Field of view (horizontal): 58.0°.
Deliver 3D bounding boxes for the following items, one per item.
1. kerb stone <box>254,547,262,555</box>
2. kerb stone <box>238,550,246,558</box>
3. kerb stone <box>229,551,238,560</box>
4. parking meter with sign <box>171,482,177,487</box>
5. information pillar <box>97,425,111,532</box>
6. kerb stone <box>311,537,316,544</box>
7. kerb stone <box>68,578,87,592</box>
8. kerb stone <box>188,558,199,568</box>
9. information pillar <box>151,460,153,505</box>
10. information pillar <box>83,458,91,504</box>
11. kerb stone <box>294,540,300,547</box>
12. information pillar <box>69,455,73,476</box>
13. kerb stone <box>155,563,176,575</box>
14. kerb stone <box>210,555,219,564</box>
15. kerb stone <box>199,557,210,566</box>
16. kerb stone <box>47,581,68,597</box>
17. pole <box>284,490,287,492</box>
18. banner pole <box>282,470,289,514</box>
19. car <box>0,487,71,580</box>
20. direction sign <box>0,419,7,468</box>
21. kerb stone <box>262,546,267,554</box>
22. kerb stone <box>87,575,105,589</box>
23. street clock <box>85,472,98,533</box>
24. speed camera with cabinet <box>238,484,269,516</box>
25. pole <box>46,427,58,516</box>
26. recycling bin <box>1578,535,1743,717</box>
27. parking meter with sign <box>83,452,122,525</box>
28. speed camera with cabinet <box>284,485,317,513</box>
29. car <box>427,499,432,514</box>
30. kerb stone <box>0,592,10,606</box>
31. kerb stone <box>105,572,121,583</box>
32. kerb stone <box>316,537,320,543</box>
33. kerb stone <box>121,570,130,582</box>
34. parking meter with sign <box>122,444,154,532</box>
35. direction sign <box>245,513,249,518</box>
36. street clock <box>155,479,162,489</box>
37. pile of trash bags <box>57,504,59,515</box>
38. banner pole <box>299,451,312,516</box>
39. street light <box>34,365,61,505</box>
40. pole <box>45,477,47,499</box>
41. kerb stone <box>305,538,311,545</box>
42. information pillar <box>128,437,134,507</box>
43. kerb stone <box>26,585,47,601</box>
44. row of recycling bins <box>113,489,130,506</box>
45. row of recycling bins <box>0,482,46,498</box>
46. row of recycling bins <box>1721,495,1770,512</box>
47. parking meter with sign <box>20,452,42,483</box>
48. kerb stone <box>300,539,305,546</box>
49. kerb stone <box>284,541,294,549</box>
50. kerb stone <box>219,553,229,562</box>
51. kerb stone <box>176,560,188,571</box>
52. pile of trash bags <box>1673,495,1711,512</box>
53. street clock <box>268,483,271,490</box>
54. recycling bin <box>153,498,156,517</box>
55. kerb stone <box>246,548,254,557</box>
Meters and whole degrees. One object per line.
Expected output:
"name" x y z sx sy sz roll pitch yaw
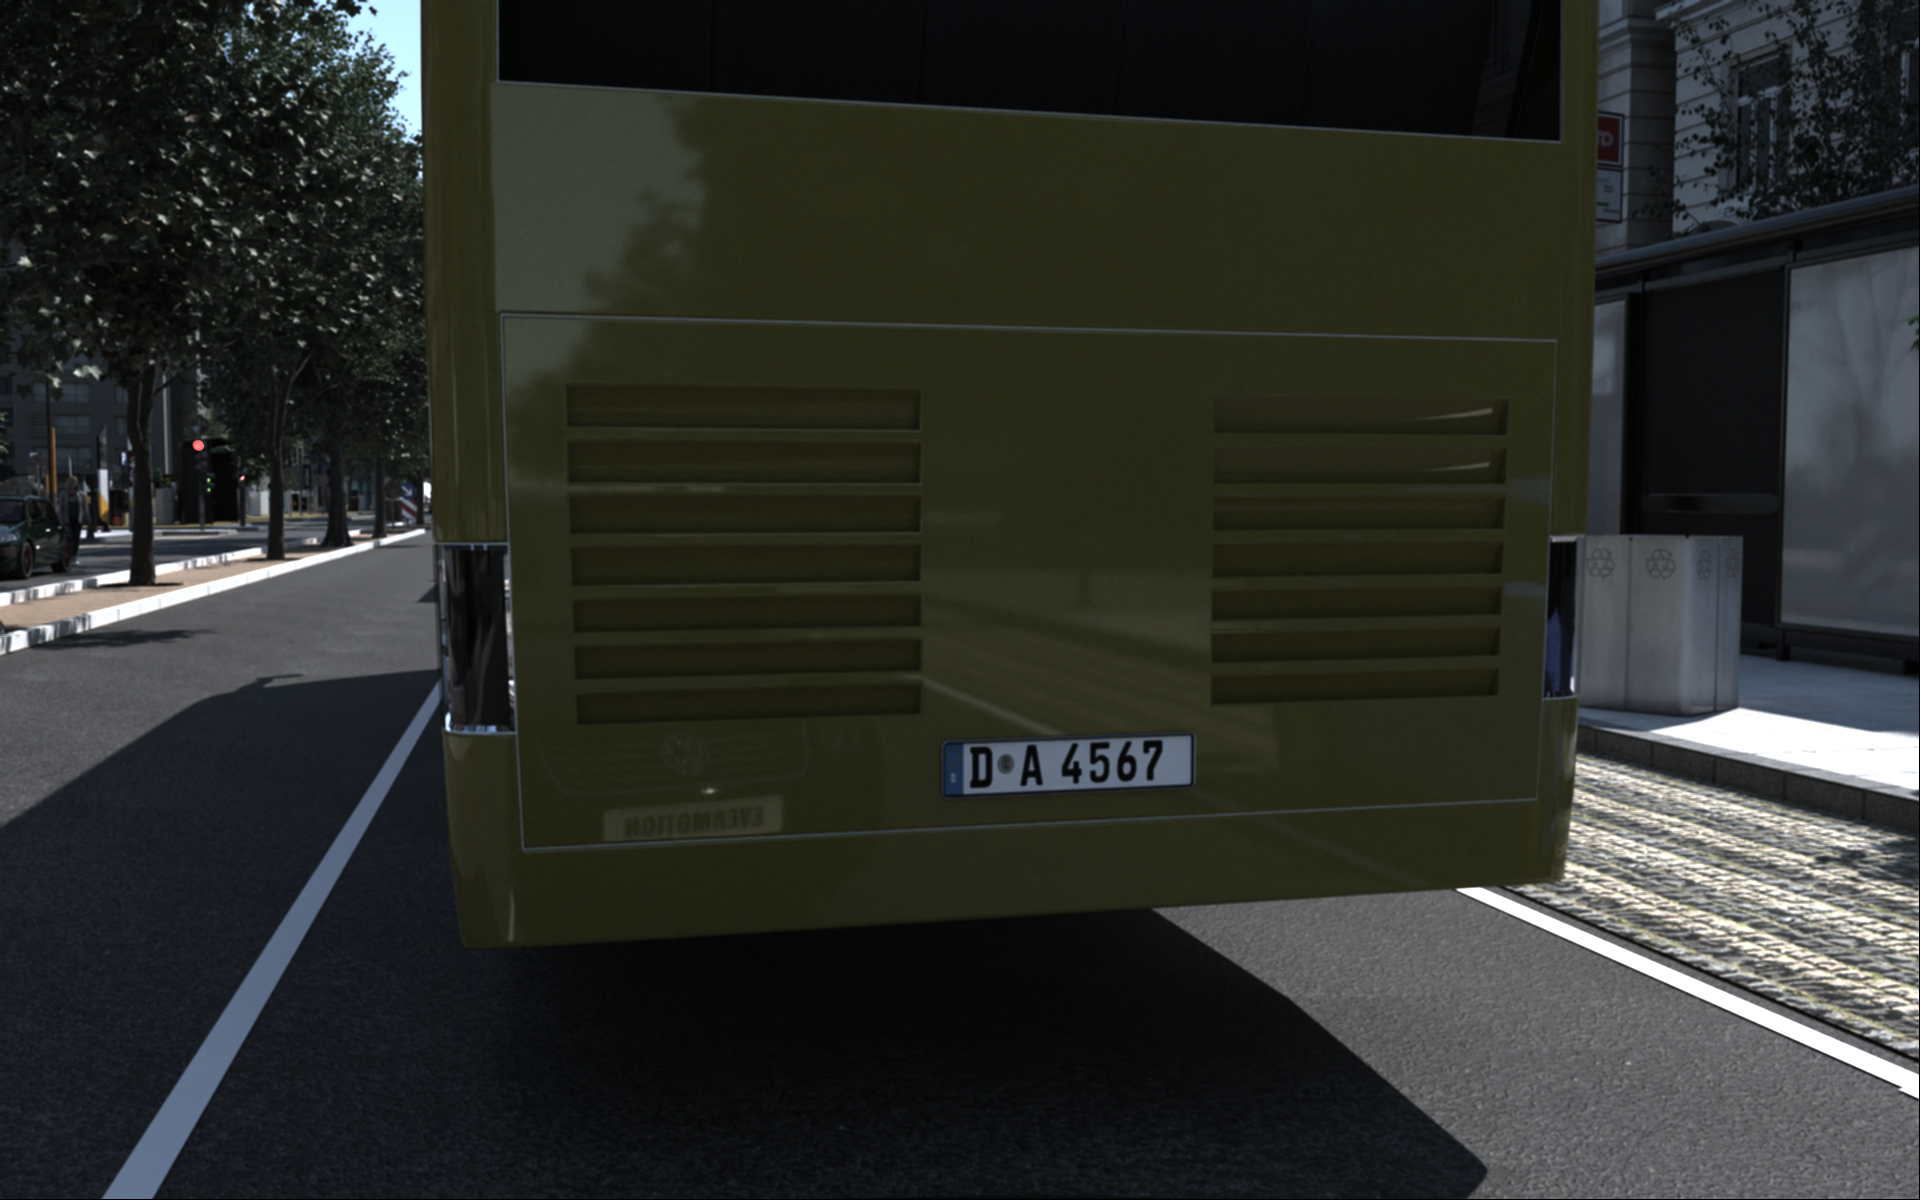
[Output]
"kerb stone" -16.500 -1.114 40.414 0.120 0.150 1.000 -1 4 -13
"kerb stone" -16.049 -0.988 38.410 0.120 0.150 1.000 -1 4 -13
"kerb stone" -15.810 -0.930 37.403 0.120 0.150 1.000 -1 4 -13
"parking meter with sign" -50.623 -7.078 111.978 1.738 3.016 0.543 3 5 39
"information pillar" -28.782 -4.086 58.164 0.183 3.616 0.504 0 4 2
"kerb stone" -18.578 -1.660 49.382 0.120 0.150 1.000 -1 4 -13
"kerb stone" -13.044 -0.197 25.416 0.120 0.150 1.000 -1 4 -13
"kerb stone" -14.887 -0.681 33.405 0.120 0.150 1.000 -1 4 -13
"information pillar" -32.408 -4.756 69.121 0.183 3.616 0.504 0 4 6
"information pillar" -56.145 -7.348 111.491 0.504 3.616 0.183 0 4 0
"kerb stone" -17.886 -1.480 46.394 0.120 0.150 1.000 -1 4 -13
"information pillar" -53.062 -6.857 103.469 0.183 3.616 0.504 -3 4 -37
"kerb stone" -14.438 -0.562 31.411 0.120 0.150 1.000 -1 4 -13
"kerb stone" -15.359 -0.798 35.400 0.120 0.150 1.000 -1 4 -13
"kerb stone" -15.122 -0.747 34.404 0.120 0.150 1.000 -1 4 -13
"kerb stone" -12.816 -0.132 24.420 0.120 0.150 1.000 -1 4 -13
"pole" -53.464 -8.771 137.244 0.158 3.312 0.155 0 3 0
"banner pole" -43.907 -7.483 112.356 0.863 3.779 0.401 2 4 28
"car" -16.738 -1.235 29.979 2.009 1.686 4.222 -1 4 -14
"direction sign" -28.772 -3.652 51.712 0.876 3.537 0.379 1 4 21
"kerb stone" -16.739 -1.175 41.410 0.120 0.150 1.000 -1 4 -13
"kerb stone" -13.278 -0.251 26.412 0.120 0.150 1.000 -1 4 -13
"street clock" -28.834 -3.240 57.552 0.358 2.002 0.471 0 4 -5
"speed camera with cabinet" -41.073 -6.514 100.845 0.660 3.252 2.038 1 4 9
"pole" -27.779 -3.620 53.037 0.158 3.312 0.155 0 3 0
"recycling bin" 4.189 0.132 10.400 0.722 1.027 0.722 -3 5 -42
"parking meter with sign" -35.590 -4.626 71.904 1.738 3.016 0.543 0 4 -6
"speed camera with cabinet" -45.417 -7.628 119.056 0.660 3.252 2.038 3 4 36
"car" -37.775 -7.182 126.468 2.155 1.783 4.494 -1 4 -13
"kerb stone" -12.345 -0.014 22.431 0.120 0.150 1.000 -1 4 -13
"kerb stone" -13.515 -0.319 27.414 0.120 0.150 1.000 -1 4 -13
"kerb stone" -18.816 -1.719 50.379 0.120 0.150 1.000 -1 4 -13
"kerb stone" -13.743 -0.380 28.413 0.120 0.150 1.000 -1 4 -13
"parking meter with sign" -27.971 -3.844 59.117 0.543 3.016 1.738 -1 4 -13
"direction sign" -38.286 -6.155 92.624 0.379 3.537 0.876 1 4 20
"street clock" -39.295 -4.918 84.987 0.358 2.002 0.471 -1 4 -15
"pile of trash bags" -39.454 -3.930 74.006 3.447 1.369 1.912 -2 4 -25
"banner pole" -38.131 -6.774 100.767 0.863 3.779 0.401 -3 5 -42
"street light" -26.178 -4.709 49.773 0.468 5.910 1.993 -1 4 -13
"pole" -60.990 -7.457 115.767 0.158 3.312 0.155 0 3 0
"kerb stone" -18.351 -1.602 48.385 0.120 0.150 1.000 -1 4 -13
"information pillar" -33.820 -4.855 70.729 0.183 3.616 0.504 -3 5 -44
"kerb stone" -12.593 -0.072 23.423 0.120 0.150 1.000 -1 4 -13
"row of recycling bins" -63.875 -7.612 131.569 1.069 1.692 3.534 -3 5 -40
"row of recycling bins" -32.278 -3.156 58.719 1.069 1.692 3.534 0 4 7
"row of recycling bins" 13.900 -1.307 28.483 1.069 1.692 3.534 -1 4 -15
"parking meter with sign" -38.297 -4.572 71.005 0.543 3.016 1.738 0 4 -2
"kerb stone" -18.121 -1.541 47.389 0.120 0.150 1.000 -1 4 -13
"kerb stone" -17.661 -1.419 45.397 0.120 0.150 1.000 -1 4 -13
"kerb stone" -15.584 -0.865 36.396 0.120 0.150 1.000 -1 4 -13
"kerb stone" -14.663 -0.616 32.408 0.120 0.150 1.000 -1 4 -13
"pile of trash bags" 10.479 -0.997 26.047 1.912 1.369 3.447 0 4 3
"street clock" -42.988 -6.343 108.284 0.358 2.002 0.471 3 5 42
"recycling bin" -45.782 -5.281 98.904 0.722 1.027 0.722 -3 4 -38
"kerb stone" -16.277 -1.051 39.409 0.120 0.150 1.000 -1 4 -13
